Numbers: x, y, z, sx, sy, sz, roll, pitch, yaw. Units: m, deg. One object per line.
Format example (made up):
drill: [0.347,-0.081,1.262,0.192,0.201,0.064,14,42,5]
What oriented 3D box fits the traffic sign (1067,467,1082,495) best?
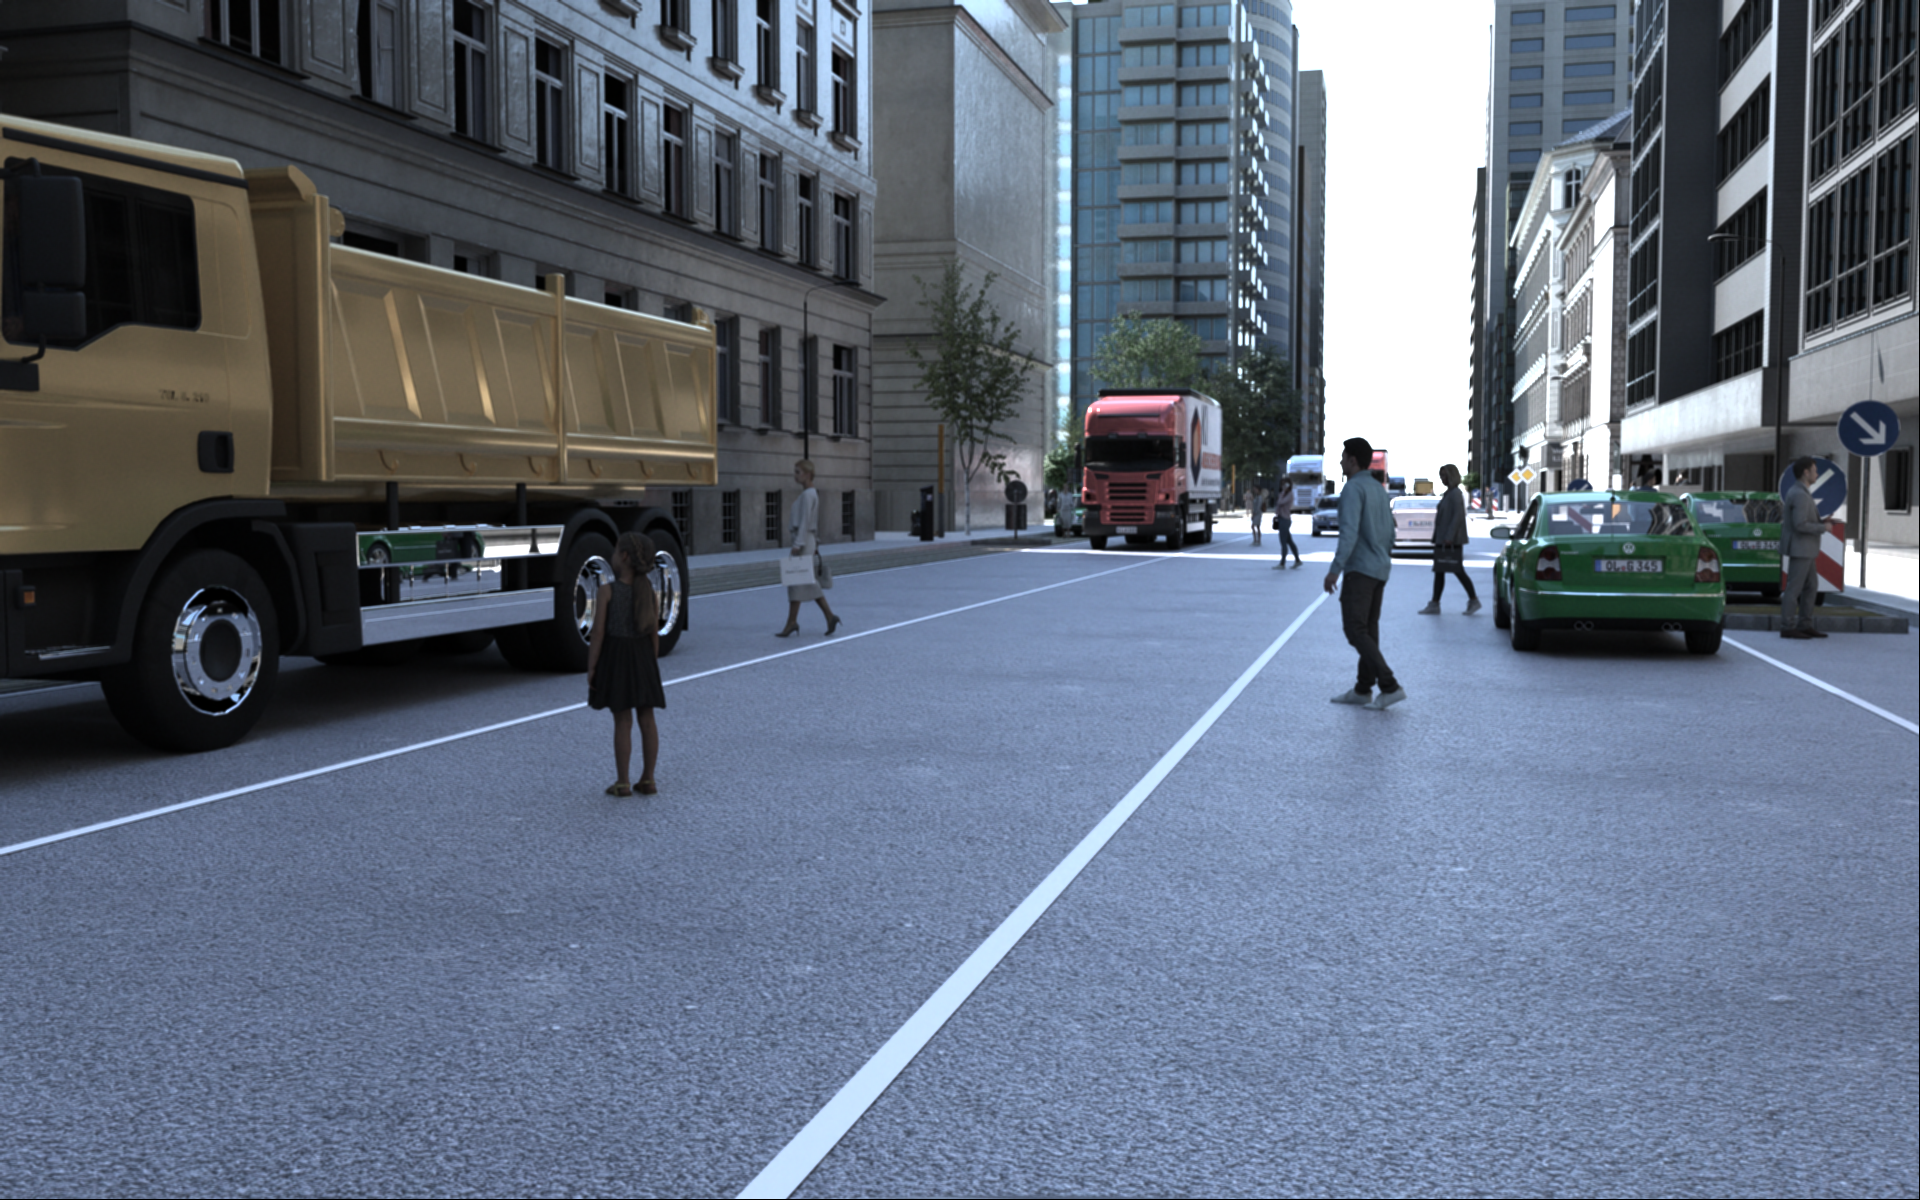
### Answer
traffic sign: [4.381,-3.936,66.487,0.606,2.300,0.079,1,4,20]

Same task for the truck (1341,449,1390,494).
truck: [25.653,-7.348,109.055,2.839,4.237,11.283,1,4,15]

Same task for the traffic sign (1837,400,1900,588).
traffic sign: [12.372,-1.440,23.657,0.768,2.556,0.104,1,4,18]

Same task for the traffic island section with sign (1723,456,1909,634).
traffic island section with sign: [9.026,-0.630,18.930,1.989,1.847,2.006,1,4,15]

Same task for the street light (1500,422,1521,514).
street light: [35.337,-8.477,111.135,1.470,5.913,1.316,1,4,15]

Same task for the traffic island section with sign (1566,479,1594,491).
traffic island section with sign: [15.956,-2.231,45.104,1.989,1.847,2.006,1,4,15]

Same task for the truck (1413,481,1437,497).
truck: [66.827,-15.488,249.149,3.469,3.379,9.791,1,4,16]

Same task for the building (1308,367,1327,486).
building: [38.719,-24.973,253.350,27.650,21.520,28.899,1,4,15]

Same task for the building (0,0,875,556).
building: [-13.022,-12.360,35.366,16.112,22.955,30.059,1,4,15]

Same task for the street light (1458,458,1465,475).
street light: [64.716,-15.260,222.043,1.470,5.913,1.316,1,4,15]

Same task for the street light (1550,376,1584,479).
street light: [23.987,-5.864,68.412,1.470,5.913,1.316,1,4,15]

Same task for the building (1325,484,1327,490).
building: [42.700,-35.917,279.130,32.217,40.220,23.993,1,4,15]

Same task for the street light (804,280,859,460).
street light: [-2.858,-3.996,37.870,1.470,5.913,1.316,1,4,15]

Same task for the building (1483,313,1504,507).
building: [68.338,-20.251,176.143,27.650,21.520,28.899,1,4,15]

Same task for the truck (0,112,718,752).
truck: [-4.754,-0.981,11.964,3.469,3.379,9.791,1,4,15]

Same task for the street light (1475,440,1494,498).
street light: [45.263,-10.780,148.799,1.470,5.913,1.316,1,4,15]

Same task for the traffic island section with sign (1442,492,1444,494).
traffic island section with sign: [56.775,-11.654,199.167,1.989,1.847,2.006,1,4,15]

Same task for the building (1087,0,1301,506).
building: [27.060,-40.170,198.773,21.231,58.520,28.212,1,4,15]

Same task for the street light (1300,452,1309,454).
street light: [38.041,-13.444,192.344,1.470,5.913,1.316,1,4,15]

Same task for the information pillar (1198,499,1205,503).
information pillar: [14.568,-6.111,104.409,0.304,2.012,0.304,-1,4,-13]

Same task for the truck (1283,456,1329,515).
truck: [25.886,-8.390,126.935,2.967,4.110,18.799,1,4,15]

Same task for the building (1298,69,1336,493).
building: [54.440,-52.595,298.172,20.563,71.187,20.611,1,4,15]

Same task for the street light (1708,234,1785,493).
street light: [14.076,-3.576,31.009,1.470,5.913,1.316,1,4,15]

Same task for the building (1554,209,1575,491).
building: [38.679,-14.078,94.801,10.561,19.102,19.286,1,4,15]

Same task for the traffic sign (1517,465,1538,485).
traffic sign: [22.564,-4.076,68.830,0.795,2.593,0.064,1,4,15]

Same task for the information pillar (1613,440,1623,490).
information pillar: [28.665,-5.149,75.539,0.183,3.616,0.504,-1,4,-20]

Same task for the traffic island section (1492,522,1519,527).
traffic island section: [24.634,-3.324,76.626,2.009,0.180,2.903,1,4,15]

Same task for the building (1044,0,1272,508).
building: [18.371,-33.723,170.979,23.786,49.044,30.456,1,4,15]

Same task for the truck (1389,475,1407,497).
truck: [63.962,-16.079,252.653,2.967,4.110,18.799,1,4,16]

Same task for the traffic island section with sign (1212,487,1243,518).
traffic island section with sign: [15.726,-5.741,102.489,1.989,1.847,2.006,1,4,15]

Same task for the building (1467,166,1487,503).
building: [82.168,-37.730,240.579,21.300,48.544,21.600,1,4,15]

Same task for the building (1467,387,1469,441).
building: [92.548,-25.716,265.502,27.650,21.520,28.899,1,4,15]

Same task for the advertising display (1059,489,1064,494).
advertising display: [8.931,-8.941,151.397,0.123,1.923,0.974,2,4,35]

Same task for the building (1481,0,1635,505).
building: [72.657,-40.450,203.355,21.231,58.520,28.212,1,4,15]

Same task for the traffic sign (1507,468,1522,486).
traffic sign: [24.609,-4.548,76.550,0.795,2.593,0.064,1,4,15]

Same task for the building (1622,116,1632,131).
building: [38.570,-13.082,78.515,19.286,19.102,10.561,1,4,15]

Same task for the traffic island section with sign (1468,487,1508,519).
traffic island section with sign: [30.175,-5.512,98.751,1.989,1.847,2.006,1,4,15]

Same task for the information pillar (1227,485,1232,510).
information pillar: [21.435,-8.135,137.494,0.304,2.012,0.304,-2,4,-28]

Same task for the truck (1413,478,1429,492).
truck: [79.649,-18.965,298.991,2.839,4.237,11.283,1,4,16]

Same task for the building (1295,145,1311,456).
building: [36.702,-34.791,218.942,14.600,45.320,14.200,1,4,15]

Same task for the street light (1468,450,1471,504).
street light: [54.768,-12.956,184.370,1.470,5.913,1.316,1,4,15]

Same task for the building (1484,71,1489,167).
building: [95.675,-52.016,288.718,20.563,71.187,20.611,1,4,15]

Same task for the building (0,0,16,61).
building: [-17.232,-11.110,10.527,11.050,23.489,19.941,1,4,15]

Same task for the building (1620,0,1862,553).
building: [28.473,-14.131,50.114,14.314,24.678,30.058,1,4,15]

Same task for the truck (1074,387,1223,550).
truck: [5.439,-3.618,48.064,2.839,4.237,11.283,1,4,15]

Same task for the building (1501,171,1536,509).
building: [56.248,-23.508,156.062,14.160,30.474,14.107,1,4,15]

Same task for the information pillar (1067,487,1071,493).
information pillar: [9.690,-9.208,155.039,0.304,2.012,0.304,-2,4,-31]

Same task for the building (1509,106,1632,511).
building: [49.409,-21.296,124.602,17.030,29.872,44.131,1,4,15]

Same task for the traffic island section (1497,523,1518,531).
traffic island section: [22.589,-2.852,68.906,2.009,0.180,2.903,1,4,15]

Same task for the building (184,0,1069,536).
building: [-12.072,-14.393,68.604,30.059,22.955,16.112,1,4,15]

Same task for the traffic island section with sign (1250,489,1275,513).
traffic island section with sign: [22.631,-7.335,128.548,1.989,1.847,2.006,1,4,15]

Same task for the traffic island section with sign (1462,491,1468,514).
traffic island section with sign: [37.070,-7.106,124.813,1.989,1.847,2.006,1,4,15]

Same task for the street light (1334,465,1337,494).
street light: [59.493,-18.343,272.443,1.470,5.913,1.316,1,4,15]

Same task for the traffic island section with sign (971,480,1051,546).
traffic island section with sign: [1.514,-2.459,48.827,1.989,1.847,2.006,1,4,15]

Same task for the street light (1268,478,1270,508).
street light: [28.152,-11.156,154.934,1.470,5.913,1.316,1,4,15]

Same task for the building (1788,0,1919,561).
building: [21.497,-14.059,23.367,14.314,27.812,24.014,1,4,15]

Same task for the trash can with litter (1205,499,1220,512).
trash can with litter: [17.681,-7.007,125.618,1.678,1.210,2.233,-2,4,-27]
